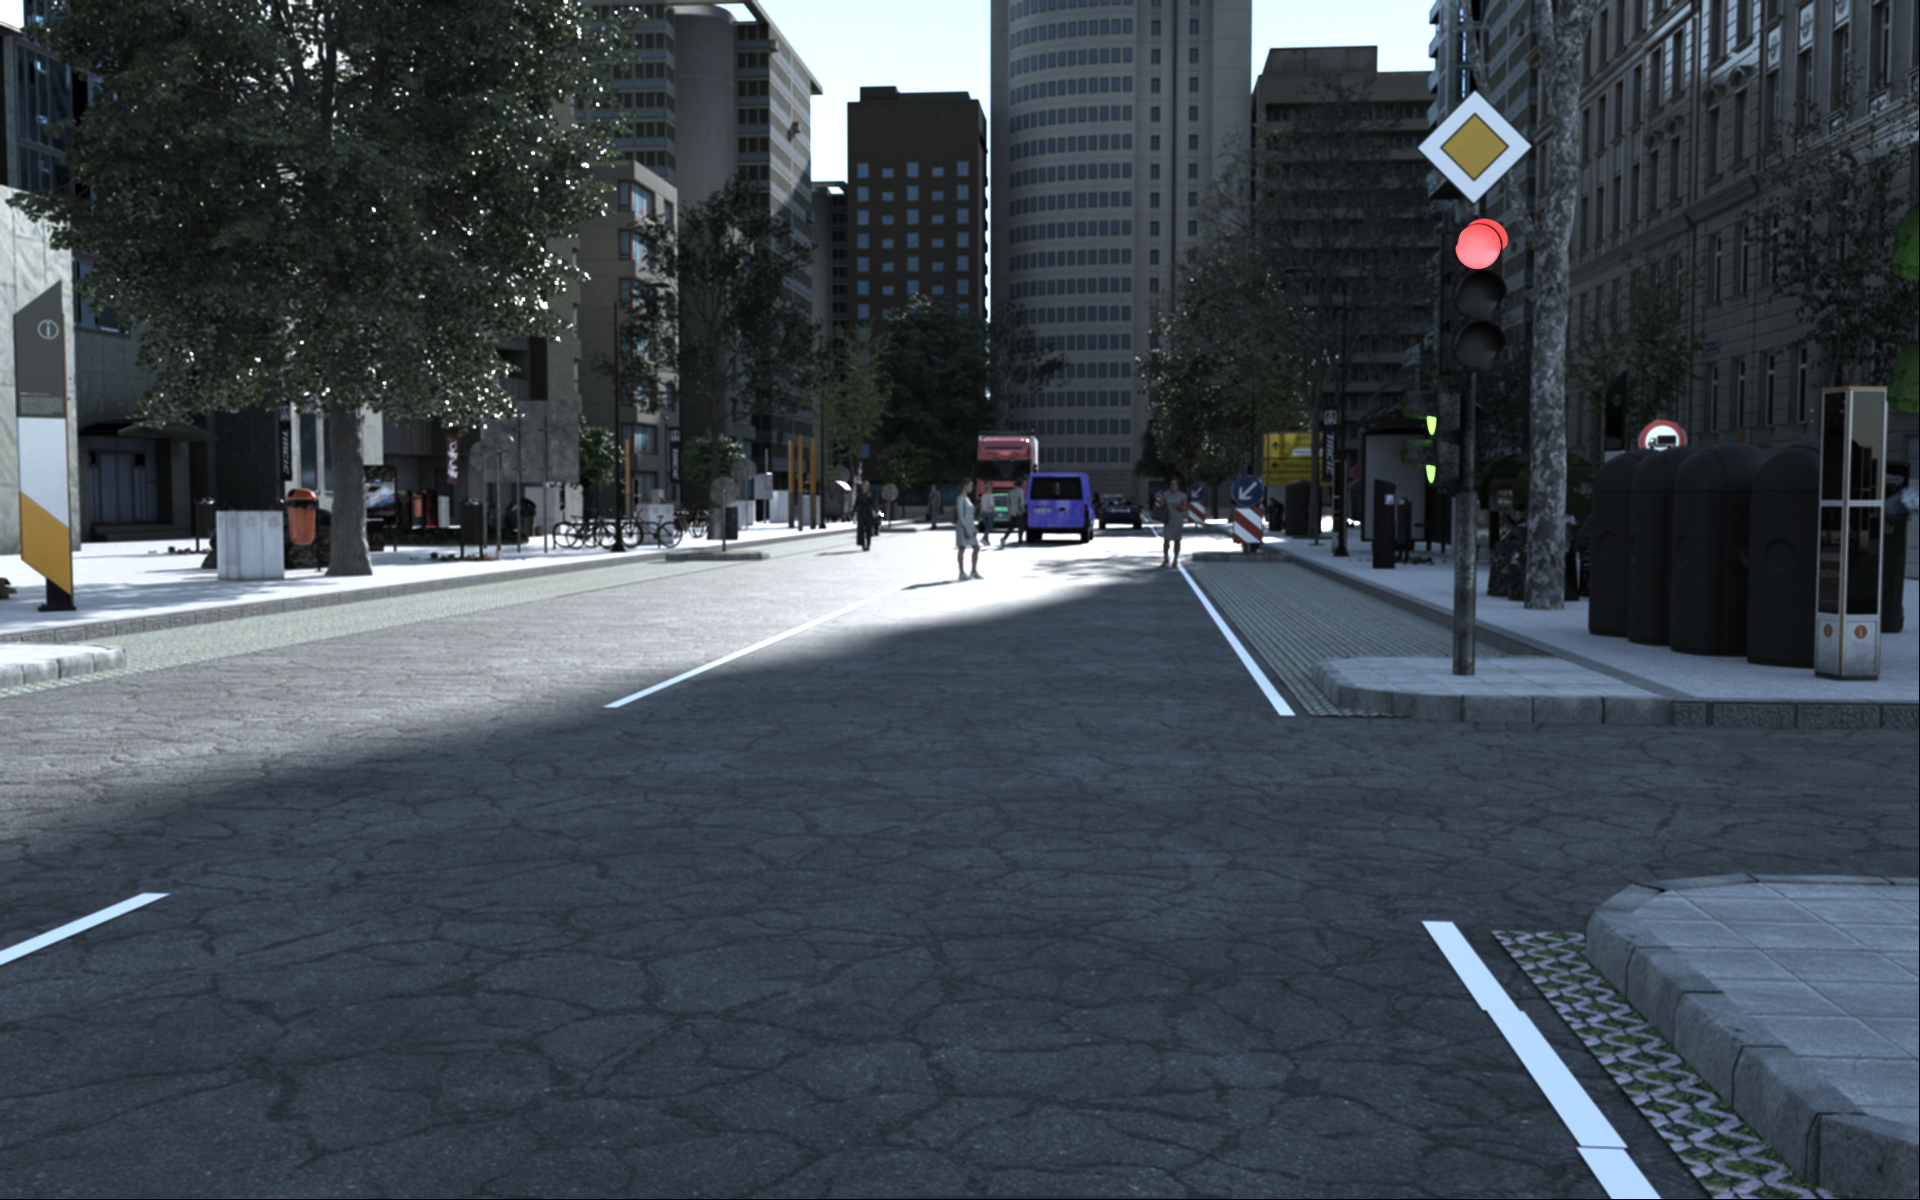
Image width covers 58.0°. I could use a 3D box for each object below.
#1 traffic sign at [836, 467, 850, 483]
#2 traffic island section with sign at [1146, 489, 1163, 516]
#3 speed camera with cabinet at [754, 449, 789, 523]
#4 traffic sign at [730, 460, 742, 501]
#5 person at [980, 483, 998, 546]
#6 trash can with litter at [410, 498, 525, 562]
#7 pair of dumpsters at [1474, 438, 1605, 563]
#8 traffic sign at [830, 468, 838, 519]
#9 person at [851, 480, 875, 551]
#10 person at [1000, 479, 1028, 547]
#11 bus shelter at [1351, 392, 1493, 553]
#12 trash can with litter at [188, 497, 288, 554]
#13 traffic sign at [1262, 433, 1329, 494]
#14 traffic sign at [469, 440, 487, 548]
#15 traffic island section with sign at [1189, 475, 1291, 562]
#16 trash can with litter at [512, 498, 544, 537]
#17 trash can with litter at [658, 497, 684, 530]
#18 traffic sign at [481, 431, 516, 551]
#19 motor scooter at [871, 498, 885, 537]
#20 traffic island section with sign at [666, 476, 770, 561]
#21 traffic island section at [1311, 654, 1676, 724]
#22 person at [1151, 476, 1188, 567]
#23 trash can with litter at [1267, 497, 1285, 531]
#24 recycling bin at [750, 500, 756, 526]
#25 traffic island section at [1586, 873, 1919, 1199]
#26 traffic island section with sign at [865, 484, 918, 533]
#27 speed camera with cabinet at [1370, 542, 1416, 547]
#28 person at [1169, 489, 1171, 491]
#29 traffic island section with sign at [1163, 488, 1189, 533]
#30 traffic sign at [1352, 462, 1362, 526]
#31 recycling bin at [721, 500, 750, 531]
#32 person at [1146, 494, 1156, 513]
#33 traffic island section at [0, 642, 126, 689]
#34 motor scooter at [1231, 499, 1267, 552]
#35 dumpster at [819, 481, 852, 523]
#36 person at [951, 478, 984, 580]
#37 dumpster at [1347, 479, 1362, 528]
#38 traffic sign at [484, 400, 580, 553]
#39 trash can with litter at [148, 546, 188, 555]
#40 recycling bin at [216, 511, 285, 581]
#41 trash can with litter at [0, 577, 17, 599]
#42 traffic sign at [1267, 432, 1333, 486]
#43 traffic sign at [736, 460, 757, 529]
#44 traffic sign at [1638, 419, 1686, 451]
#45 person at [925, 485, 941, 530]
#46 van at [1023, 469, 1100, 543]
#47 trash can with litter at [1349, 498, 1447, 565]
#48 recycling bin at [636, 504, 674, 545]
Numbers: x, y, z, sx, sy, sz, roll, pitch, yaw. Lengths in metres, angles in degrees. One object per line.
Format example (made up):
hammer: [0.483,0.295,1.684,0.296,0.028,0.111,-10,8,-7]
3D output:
traffic sign: [-5.572,-5.010,82.015,0.768,2.556,0.104,1,4,14]
traffic island section with sign: [13.410,-6.428,113.729,1.989,1.847,2.006,0,4,5]
speed camera with cabinet: [-8.245,-5.016,76.353,0.660,3.252,2.038,2,4,32]
traffic sign: [-8.171,-3.928,64.325,0.768,2.556,0.104,1,4,11]
person: [0.760,-2.375,47.996,0.731,1.740,0.598,3,5,40]
trash can with litter: [-9.689,-1.379,33.606,2.233,1.210,1.678,2,4,30]
pair of dumpsters: [9.927,-1.697,30.248,1.574,2.255,4.437,0,4,5]
traffic sign: [-5.978,-5.148,84.273,0.768,2.556,0.104,1,4,14]
person: [-2.418,-2.120,43.588,0.576,1.772,0.534,-2,4,-24]
person: [1.470,-2.329,46.433,0.795,1.843,0.661,-3,4,-38]
bus shelter: [9.663,-2.617,36.707,2.014,3.302,5.546,0,4,5]
trash can with litter: [-13.579,-1.398,33.914,1.678,1.210,2.233,3,5,42]
traffic sign: [11.253,-3.920,57.973,2.265,3.308,0.079,0,4,8]
traffic sign: [-11.200,-2.487,40.775,0.768,2.556,0.104,1,4,9]
traffic island section with sign: [5.997,-1.741,37.086,1.989,1.847,2.006,0,4,5]
trash can with litter: [-12.980,-2.494,52.157,0.624,1.170,1.055,1,4,15]
trash can with litter: [-10.382,-3.112,62.264,1.055,1.170,0.624,0,4,-3]
traffic sign: [-9.402,-2.149,35.242,0.768,2.556,0.104,1,4,13]
motor scooter: [-2.920,-2.816,58.814,0.815,1.314,1.986,0,4,5]
traffic island section with sign: [-5.237,-1.793,37.942,1.989,1.847,2.006,0,4,5]
traffic island section: [3.602,0.610,12.313,2.009,0.180,2.903,0,4,5]
person: [4.109,-1.547,34.159,0.716,1.782,0.532,1,4,21]
trash can with litter: [11.127,-2.955,59.706,1.055,1.170,0.624,2,4,25]
recycling bin: [-8.701,-3.534,70.341,0.722,1.027,0.722,0,4,1]
traffic island section: [2.834,1.096,4.365,2.009,0.180,2.903,0,4,5]
traffic island section with sign: [-2.630,-3.444,64.932,1.989,1.847,2.006,0,4,5]
speed camera with cabinet: [11.069,-2.924,42.151,2.038,3.252,0.660,0,4,-8]
person: [12.913,-5.968,106.632,0.990,1.755,0.434,3,4,38]
traffic island section with sign: [8.615,-3.391,64.071,1.989,1.847,2.006,0,4,5]
traffic sign: [15.880,-4.184,68.508,0.768,2.556,0.104,0,4,6]
recycling bin: [-7.941,-2.956,60.887,0.722,1.027,0.722,1,4,10]
person: [13.654,-6.843,123.640,1.065,1.426,0.557,-3,5,-41]
traffic island section: [-7.936,0.541,13.428,2.009,0.180,2.903,0,4,5]
motor scooter: [6.581,-1.626,39.355,0.815,1.314,1.986,0,4,4]
dumpster: [-5.617,-4.405,77.778,1.264,1.857,1.865,0,4,5]
person: [0.098,-1.194,29.033,0.522,1.701,0.512,1,4,19]
dumpster: [15.374,-3.683,65.972,1.264,1.857,1.865,0,4,5]
traffic sign: [-9.330,-2.680,37.694,2.265,3.308,0.079,1,4,14]
trash can with litter: [-16.508,-1.613,37.430,2.233,1.210,1.678,1,4,23]
recycling bin: [-10.645,-0.821,25.980,0.722,1.027,0.722,3,5,40]
trash can with litter: [-12.094,-0.597,21.150,1.055,1.170,0.624,0,4,0]
traffic sign: [11.184,-3.840,56.664,2.265,3.308,0.079,0,4,7]
traffic sign: [-7.905,-3.915,64.114,0.768,2.556,0.104,0,4,7]
traffic sign: [11.937,-1.799,29.514,0.768,2.556,0.104,1,4,13]
person: [-1.086,-3.726,69.528,0.694,1.812,0.767,3,4,38]
van: [3.051,-2.936,52.384,2.240,2.365,5.245,0,4,6]
trash can with litter: [8.252,-1.296,32.242,1.678,1.210,2.233,0,4,1]
recycling bin: [-7.809,-1.944,44.341,0.722,1.027,0.722,-3,5,-39]
